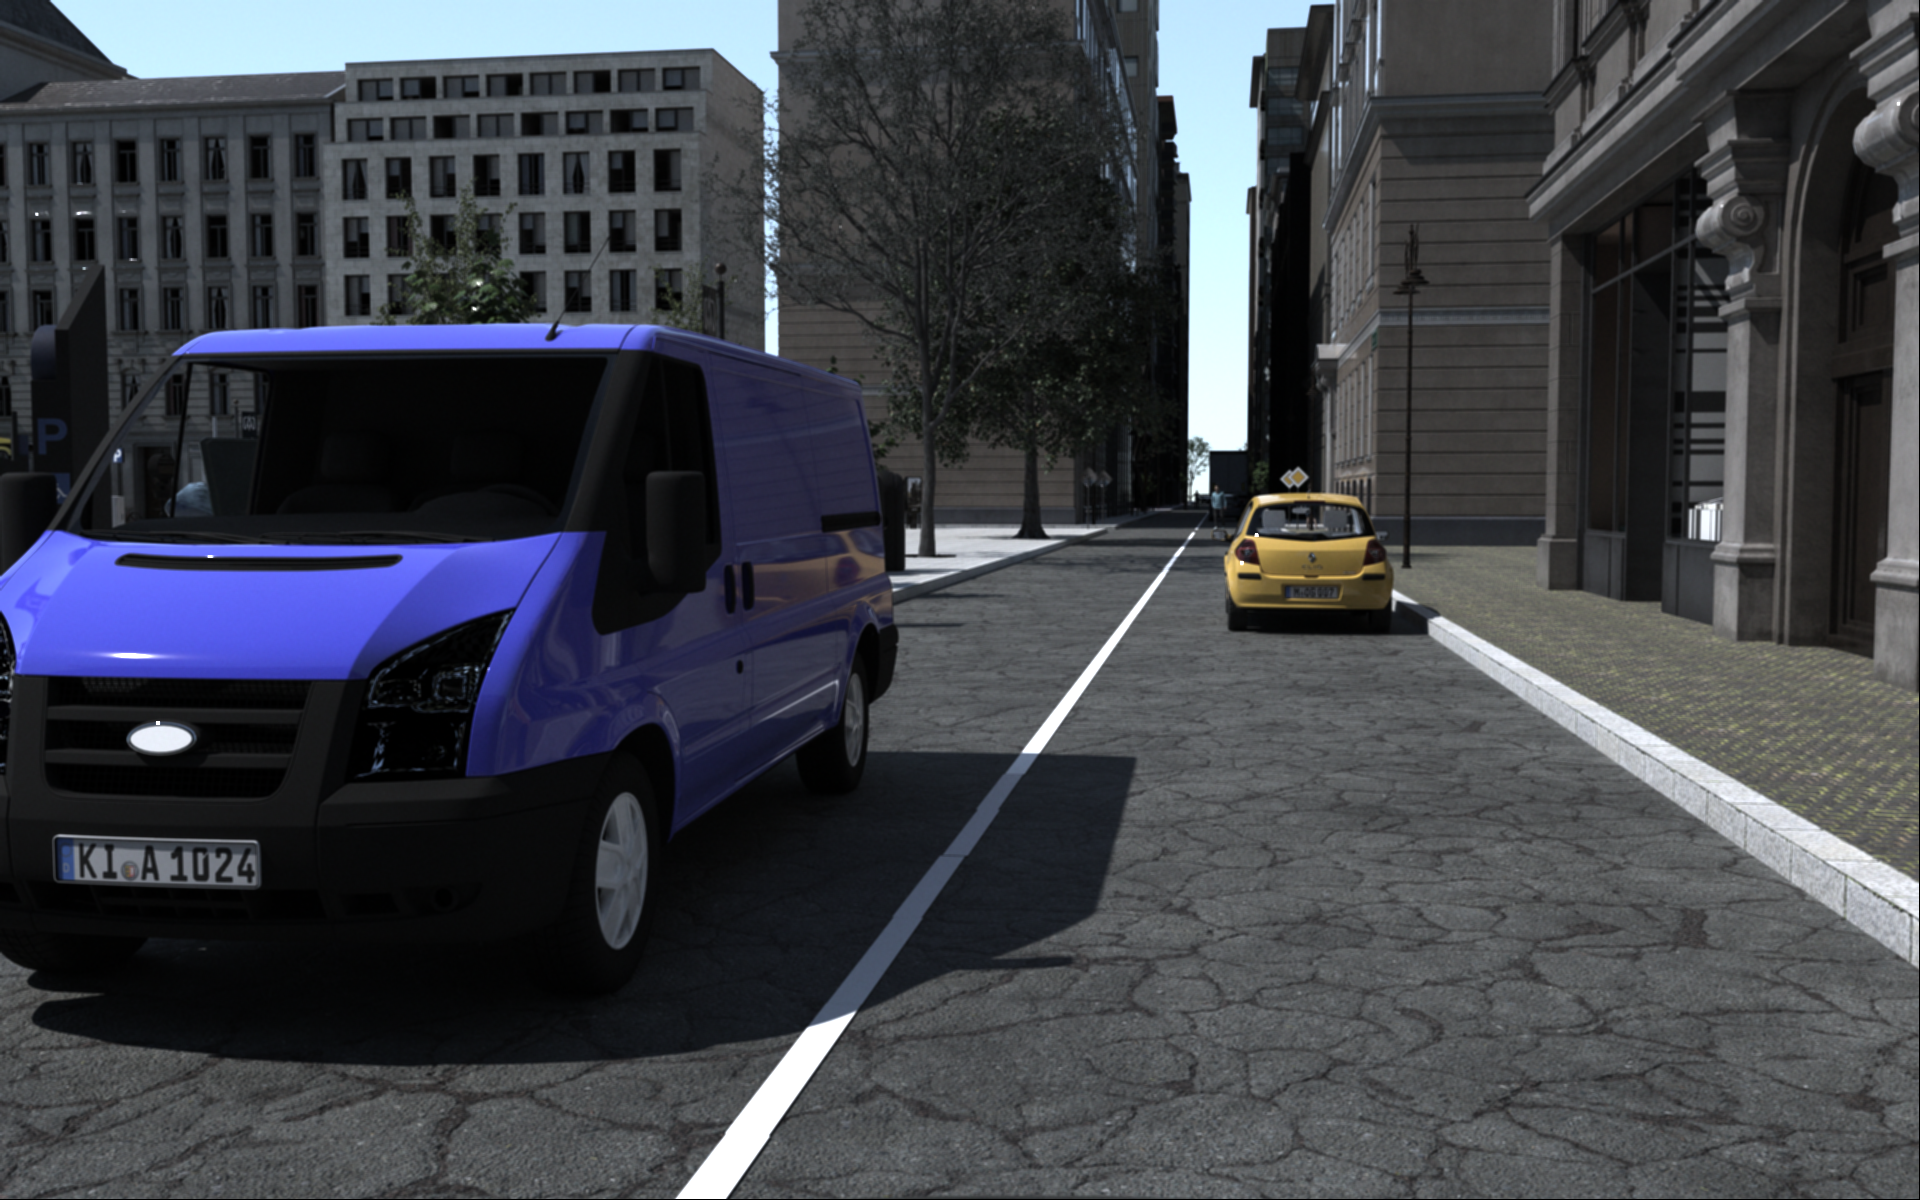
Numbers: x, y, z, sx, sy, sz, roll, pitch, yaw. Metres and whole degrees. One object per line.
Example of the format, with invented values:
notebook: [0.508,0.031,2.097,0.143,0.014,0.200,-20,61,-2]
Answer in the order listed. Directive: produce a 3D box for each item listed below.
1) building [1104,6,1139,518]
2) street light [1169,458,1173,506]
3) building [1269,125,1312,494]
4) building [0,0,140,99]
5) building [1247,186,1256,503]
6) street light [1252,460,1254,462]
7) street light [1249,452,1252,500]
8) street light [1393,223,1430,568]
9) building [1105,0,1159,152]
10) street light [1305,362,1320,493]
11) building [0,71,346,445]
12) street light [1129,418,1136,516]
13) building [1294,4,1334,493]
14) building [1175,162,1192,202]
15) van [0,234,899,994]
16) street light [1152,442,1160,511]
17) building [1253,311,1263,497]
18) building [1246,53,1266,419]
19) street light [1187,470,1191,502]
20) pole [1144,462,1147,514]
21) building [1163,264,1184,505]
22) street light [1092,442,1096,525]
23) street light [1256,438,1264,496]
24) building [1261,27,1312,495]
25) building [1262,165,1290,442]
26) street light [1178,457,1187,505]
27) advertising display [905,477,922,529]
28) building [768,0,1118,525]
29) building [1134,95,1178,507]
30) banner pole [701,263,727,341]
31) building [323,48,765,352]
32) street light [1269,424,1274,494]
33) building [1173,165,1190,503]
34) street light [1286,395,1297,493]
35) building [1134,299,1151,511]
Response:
building: [4.562,-20.080,105.802,11.434,29.767,29.804,1,4,9]
street light: [21.817,-12.629,179.264,0.468,5.910,1.993,1,4,9]
building: [26.376,-17.216,111.163,12.332,23.373,15.834,1,4,9]
building: [-56.645,-18.386,87.998,23.554,28.519,14.401,1,4,9]
building: [47.741,-36.339,244.256,14.600,45.320,14.200,1,4,9]
street light: [27.014,-11.274,157.123,0.468,5.910,1.993,1,4,9]
street light: [31.679,-13.190,188.439,0.468,5.910,1.993,1,4,9]
street light: [7.730,-3.488,29.810,0.468,5.910,1.993,1,4,9]
building: [4.514,-34.984,161.227,28.713,52.752,27.495,1,4,9]
street light: [12.393,-5.389,60.901,0.468,5.910,1.993,1,4,9]
building: [-35.677,-14.261,82.324,18.267,20.994,9.793,1,4,9]
street light: [10.271,-7.980,103.262,0.468,5.910,1.993,1,4,9]
building: [30.010,-14.794,75.173,30.059,22.955,16.112,1,4,9]
building: [22.497,-42.208,279.344,28.713,52.752,27.495,1,4,9]
van: [-1.634,-0.150,6.840,2.240,2.365,5.245,0,4,8]
street light: [15.058,-9.897,134.600,0.468,5.910,1.993,1,4,9]
building: [44.154,-20.242,176.003,27.650,21.520,28.899,1,4,9]
building: [48.451,-37.545,203.105,28.713,52.752,27.495,1,4,9]
street light: [34.096,-17.605,260.635,0.468,5.910,1.993,1,4,9]
pole: [11.934,-7.205,111.644,0.158,3.312,0.155,0,3,0]
building: [19.518,-26.794,209.782,14.160,30.474,14.107,1,4,9]
street light: [5.589,-6.079,72.174,0.468,5.910,1.993,1,4,9]
street light: [24.961,-10.443,143.533,0.468,5.910,1.993,1,4,9]
building: [34.257,-28.840,155.131,14.154,41.232,14.086,1,4,9]
building: [30.149,-21.014,130.973,14.401,28.519,23.554,1,4,9]
street light: [29.476,-15.703,229.537,0.468,5.910,1.993,1,4,9]
advertising display: [-1.727,-3.598,64.041,0.123,1.923,0.974,2,4,32]
building: [0.080,-18.068,81.312,13.634,28.700,20.117,1,4,9]
building: [12.333,-32.668,188.739,22.147,44.769,28.867,1,4,9]
banner pole: [-2.630,-1.749,18.615,0.401,3.779,0.863,1,4,10]
building: [-18.408,-13.721,79.087,16.860,20.320,10.420,1,4,9]
street light: [20.254,-8.531,112.275,0.468,5.910,1.993,1,4,9]
building: [22.726,-38.591,254.658,21.300,48.544,21.600,1,4,9]
street light: [15.450,-6.613,80.910,0.468,5.910,1.993,1,4,9]
building: [5.785,-16.026,129.481,16.820,18.784,16.811,1,4,9]
